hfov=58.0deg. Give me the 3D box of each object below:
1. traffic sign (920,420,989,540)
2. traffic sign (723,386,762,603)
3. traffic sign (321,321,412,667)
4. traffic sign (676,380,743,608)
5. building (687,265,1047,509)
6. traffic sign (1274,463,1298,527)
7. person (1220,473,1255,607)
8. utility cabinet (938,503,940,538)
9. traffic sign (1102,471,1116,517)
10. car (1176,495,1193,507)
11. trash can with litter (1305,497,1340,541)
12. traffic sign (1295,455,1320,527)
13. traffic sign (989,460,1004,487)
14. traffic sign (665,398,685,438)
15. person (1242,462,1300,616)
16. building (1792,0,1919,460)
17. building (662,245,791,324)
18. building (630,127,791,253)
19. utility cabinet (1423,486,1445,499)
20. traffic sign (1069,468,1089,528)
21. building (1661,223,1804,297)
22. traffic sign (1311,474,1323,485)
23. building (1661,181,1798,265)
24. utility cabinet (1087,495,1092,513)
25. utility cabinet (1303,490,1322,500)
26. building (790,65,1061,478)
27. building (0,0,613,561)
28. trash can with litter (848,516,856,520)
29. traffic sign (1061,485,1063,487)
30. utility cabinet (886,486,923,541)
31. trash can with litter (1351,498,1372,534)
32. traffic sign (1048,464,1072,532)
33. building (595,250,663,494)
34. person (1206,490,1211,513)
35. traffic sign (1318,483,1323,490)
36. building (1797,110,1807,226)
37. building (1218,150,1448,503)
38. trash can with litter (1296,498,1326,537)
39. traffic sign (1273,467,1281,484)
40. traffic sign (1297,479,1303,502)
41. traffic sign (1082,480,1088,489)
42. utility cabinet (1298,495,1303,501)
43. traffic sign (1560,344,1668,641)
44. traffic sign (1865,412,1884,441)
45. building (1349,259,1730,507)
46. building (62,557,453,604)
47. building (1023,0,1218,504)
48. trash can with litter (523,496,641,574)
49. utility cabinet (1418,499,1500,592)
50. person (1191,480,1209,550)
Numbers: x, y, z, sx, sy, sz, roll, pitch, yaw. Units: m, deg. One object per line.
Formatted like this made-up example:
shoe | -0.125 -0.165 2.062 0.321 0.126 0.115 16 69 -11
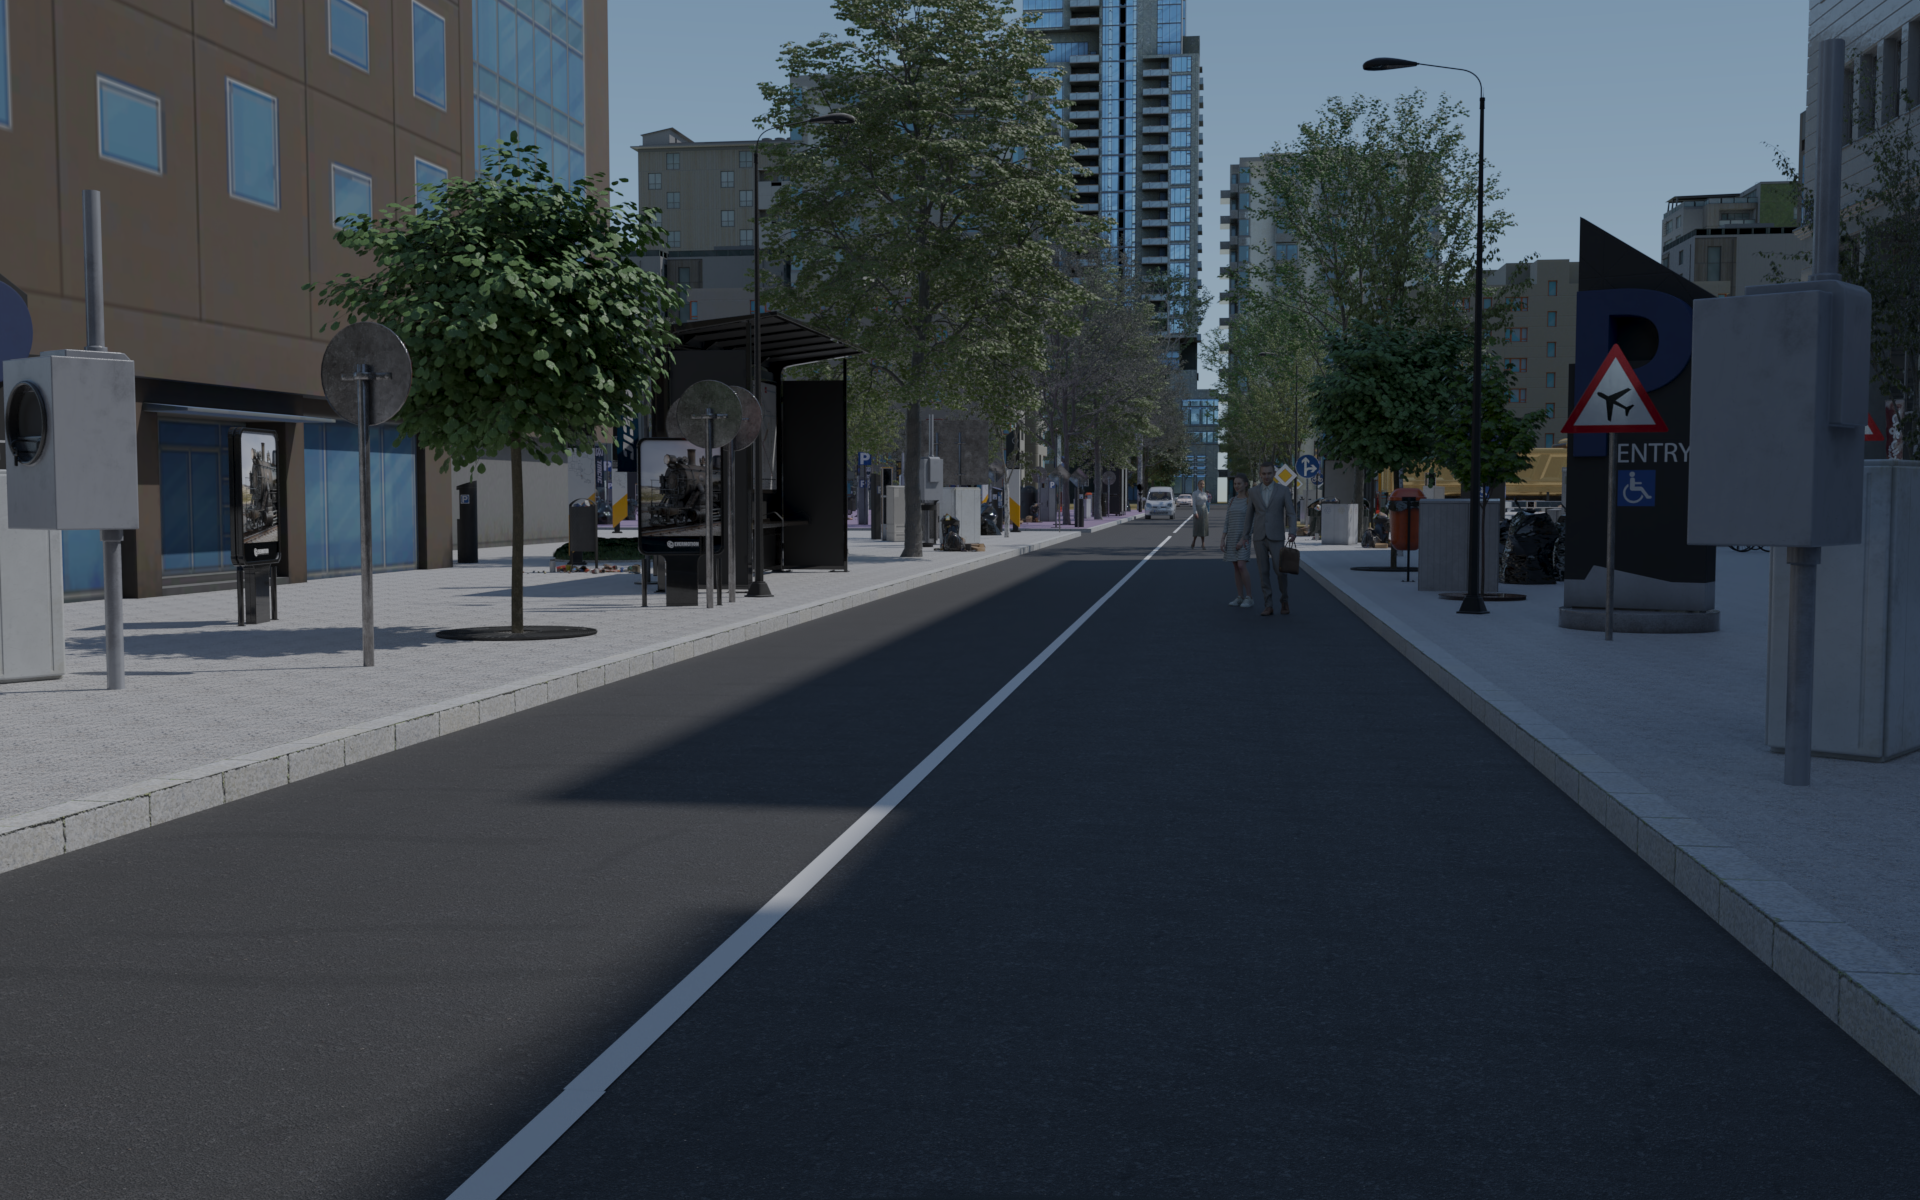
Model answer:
traffic sign | -0.326 -3.290 47.670 2.265 3.308 0.079 1 4 14
traffic sign | -2.699 -1.243 20.432 0.768 2.556 0.104 1 4 16
traffic sign | -4.403 -0.777 12.818 0.768 2.556 0.104 1 4 16
traffic sign | -2.810 -1.179 19.380 0.768 2.556 0.104 1 4 9
building | -7.196 -19.158 158.264 27.650 21.520 28.899 1 4 8
traffic sign | 10.649 -3.250 56.775 0.795 2.450 0.064 1 4 8
person | 3.596 -0.775 22.174 0.512 1.701 0.522 3 5 44
utility cabinet | -0.766 -2.402 50.429 1.020 1.237 0.306 1 4 17
traffic sign | 8.259 -5.876 96.171 0.768 2.556 0.104 1 4 13
car | 25.448 -11.214 195.709 2.083 1.381 4.827 1 4 10
trash can with litter | 10.719 -2.273 48.221 2.233 1.210 1.678 1 4 9
traffic sign | 11.213 -3.415 55.937 0.768 2.556 0.104 1 4 12
traffic sign | 1.191 -3.511 58.598 0.795 2.450 0.064 1 4 15
traffic sign | -3.381 -1.340 22.022 0.768 2.556 0.104 1 4 9
person | 3.674 -0.725 20.468 0.709 1.813 0.853 1 4 19
building | 24.375 -15.311 27.821 11.434 29.767 29.804 1 4 8
building | -25.896 -26.541 205.650 14.107 30.474 14.160 1 4 8
building | -30.470 -40.771 255.840 27.495 52.752 28.713 1 4 8
utility cabinet | 12.737 -2.317 46.566 0.318 1.500 1.173 0 4 1
traffic sign | 4.499 -3.800 65.768 0.795 2.450 0.064 1 4 8
building | 85.137 -25.512 188.825 14.107 30.474 14.160 1 4 8
traffic sign | 20.793 -6.161 100.832 0.768 2.556 0.104 1 4 9
building | 101.381 -33.367 229.142 14.086 41.232 14.154 1 4 8
utility cabinet | 9.262 -6.684 120.450 0.306 1.237 1.020 -2 4 -31
utility cabinet | 17.636 -4.770 86.675 0.318 1.500 1.173 -2 4 -25
building | -4.193 -35.276 196.370 30.456 49.044 23.786 1 4 8
building | -17.766 -23.945 41.606 14.200 45.320 14.600 1 4 8
trash can with litter | -6.159 -4.591 86.119 2.233 1.210 1.678 1 4 16
traffic sign | 5.579 -5.805 97.040 0.606 2.300 0.079 1 4 10
utility cabinet | -1.451 -2.318 46.585 0.318 1.500 1.173 3 5 43
trash can with litter | 11.795 -2.426 51.047 0.624 1.170 1.055 2 4 23
traffic sign | 3.336 -3.317 57.867 0.795 2.450 0.064 1 4 8
building | -40.070 -26.596 206.546 14.107 30.474 14.160 1 4 8
person | 18.509 -7.335 129.269 0.563 1.720 0.643 3 5 43
traffic sign | 22.103 -6.460 106.812 0.795 2.450 0.064 1 4 14
building | 98.987 -32.721 185.099 14.200 45.320 14.600 1 4 8
building | 51.510 -38.034 241.458 30.456 49.044 23.786 1 4 8
trash can with litter | 10.577 -2.508 52.387 0.624 1.170 1.055 -3 5 -44
traffic sign | 11.812 -3.733 64.675 0.795 2.450 0.064 1 4 8
traffic sign | 25.496 -7.926 130.767 0.795 2.450 0.064 1 4 9
traffic sign | 6.651 -5.617 93.967 0.606 2.300 0.079 1 4 15
utility cabinet | 26.589 -7.681 136.751 1.020 1.237 0.306 0 4 -8
traffic sign | 5.685 -0.923 15.101 0.884 2.594 0.081 1 4 13
traffic sign | 8.844 -1.072 17.536 0.884 2.594 0.081 1 4 16
building | 50.768 -19.073 156.890 27.650 21.520 28.899 1 4 8
building | -16.323 -22.822 23.250 14.600 45.320 14.200 1 4 8
building | 21.028 -56.976 244.221 31.000 86.520 22.319 1 4 8
trash can with litter | -5.872 -1.049 28.212 2.233 1.210 1.678 2 4 23
utility cabinet | 6.598 -0.718 22.908 1.020 1.237 0.306 1 4 18
person | 6.156 -2.198 44.658 0.478 1.798 0.641 -1 4 -16
